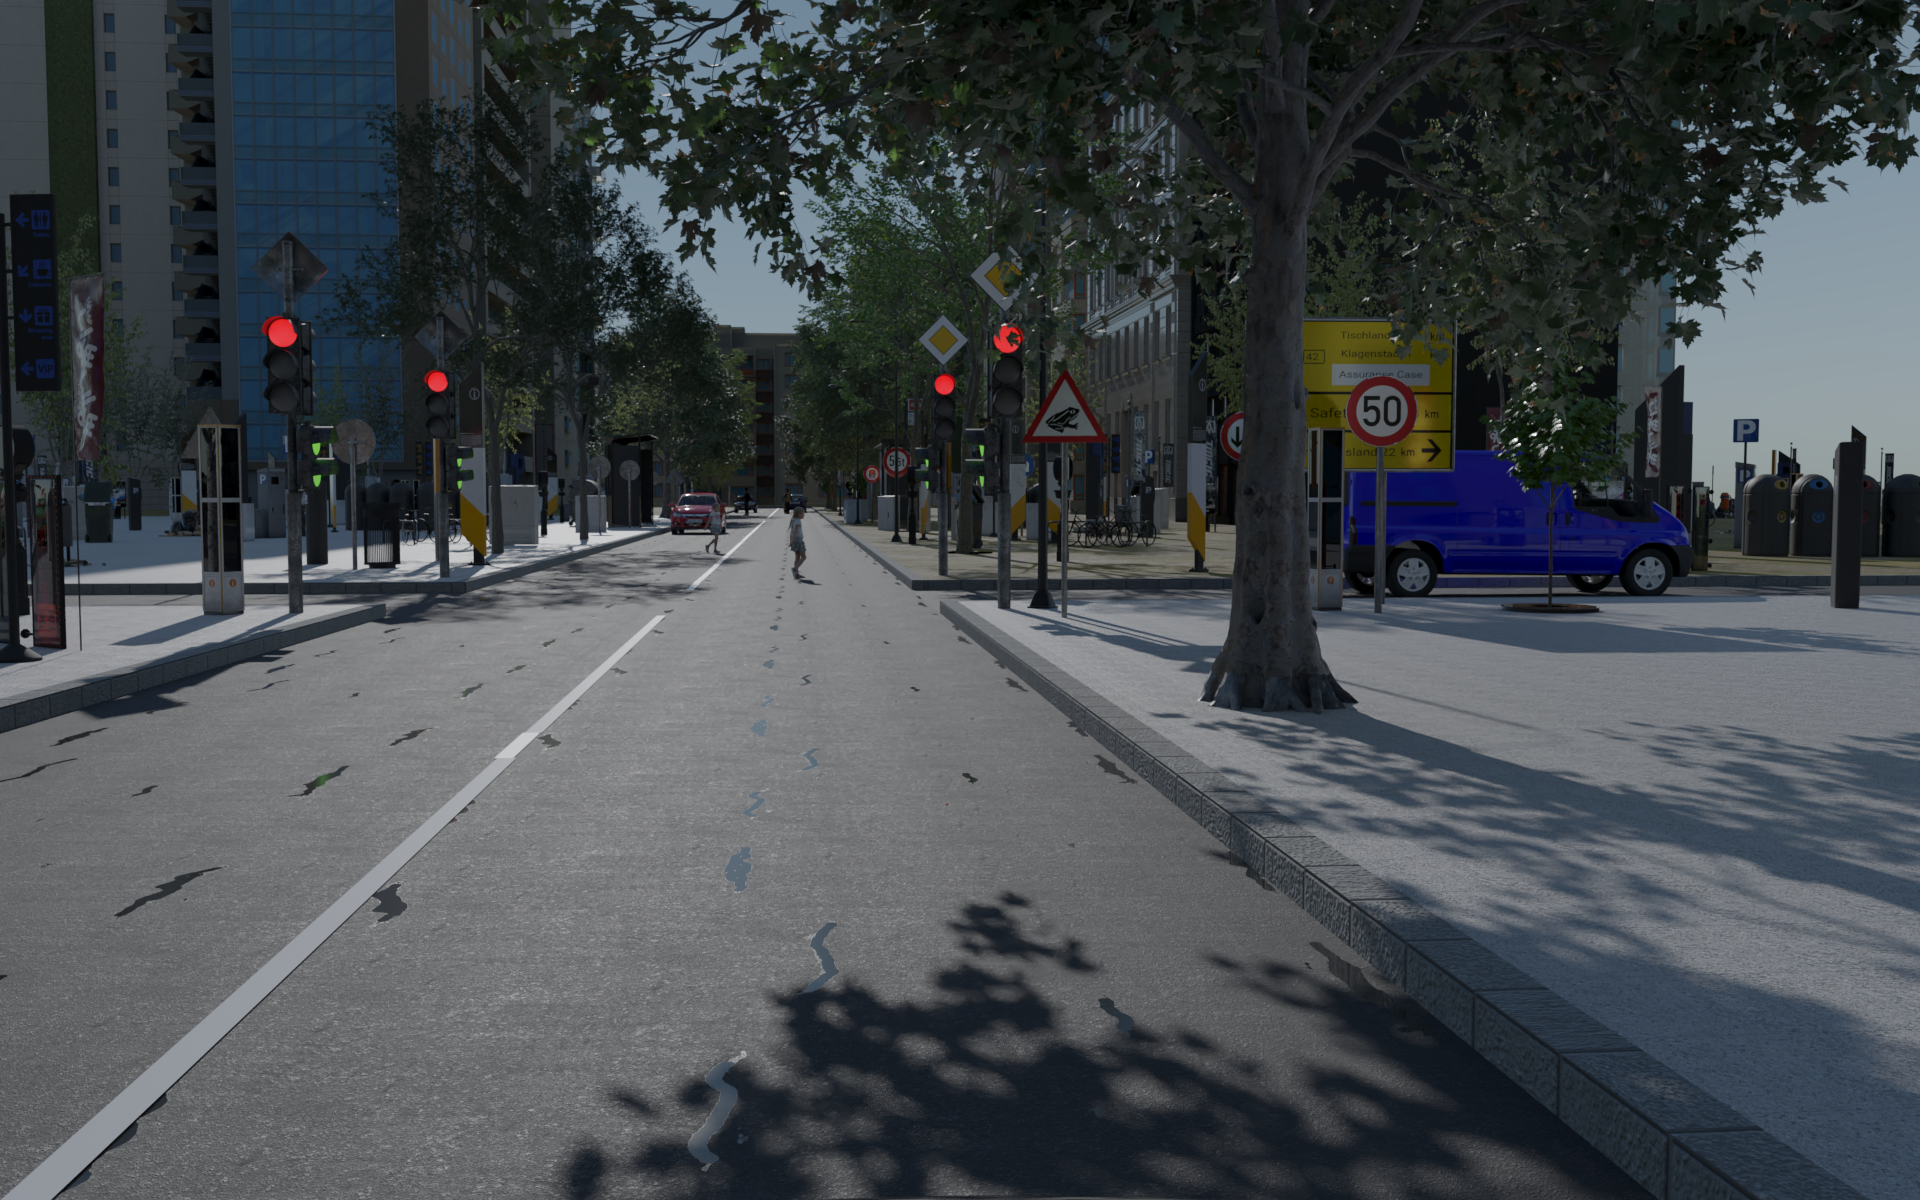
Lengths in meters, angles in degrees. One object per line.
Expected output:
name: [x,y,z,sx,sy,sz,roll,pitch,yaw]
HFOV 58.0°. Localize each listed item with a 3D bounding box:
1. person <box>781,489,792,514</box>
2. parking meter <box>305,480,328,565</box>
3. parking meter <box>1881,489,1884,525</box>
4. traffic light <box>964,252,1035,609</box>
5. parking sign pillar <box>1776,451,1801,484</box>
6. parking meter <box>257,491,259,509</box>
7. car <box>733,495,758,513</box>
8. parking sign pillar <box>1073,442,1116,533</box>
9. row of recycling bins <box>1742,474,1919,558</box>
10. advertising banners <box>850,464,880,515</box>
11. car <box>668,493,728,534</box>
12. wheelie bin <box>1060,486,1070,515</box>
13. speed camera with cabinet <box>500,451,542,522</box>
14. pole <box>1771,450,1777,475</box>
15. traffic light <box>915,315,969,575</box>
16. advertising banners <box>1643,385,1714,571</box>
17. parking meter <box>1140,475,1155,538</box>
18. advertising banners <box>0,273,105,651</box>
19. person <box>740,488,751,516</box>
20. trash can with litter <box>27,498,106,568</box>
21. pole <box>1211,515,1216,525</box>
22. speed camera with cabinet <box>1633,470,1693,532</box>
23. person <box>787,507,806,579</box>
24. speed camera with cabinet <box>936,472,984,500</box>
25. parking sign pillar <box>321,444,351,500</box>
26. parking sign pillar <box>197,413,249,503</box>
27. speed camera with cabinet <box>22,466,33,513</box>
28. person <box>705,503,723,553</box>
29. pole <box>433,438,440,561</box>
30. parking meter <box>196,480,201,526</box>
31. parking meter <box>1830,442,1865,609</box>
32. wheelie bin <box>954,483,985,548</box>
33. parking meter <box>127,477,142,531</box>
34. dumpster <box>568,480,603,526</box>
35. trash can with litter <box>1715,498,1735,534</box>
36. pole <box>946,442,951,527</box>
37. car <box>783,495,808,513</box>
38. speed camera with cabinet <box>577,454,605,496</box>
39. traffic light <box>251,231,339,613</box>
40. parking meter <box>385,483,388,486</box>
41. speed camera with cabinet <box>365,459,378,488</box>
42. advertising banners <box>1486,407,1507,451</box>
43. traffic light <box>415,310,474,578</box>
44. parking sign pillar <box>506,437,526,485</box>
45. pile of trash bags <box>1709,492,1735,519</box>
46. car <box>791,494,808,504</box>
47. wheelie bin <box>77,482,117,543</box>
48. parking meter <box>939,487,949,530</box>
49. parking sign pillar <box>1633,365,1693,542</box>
person: [-12.432,-7.090,124.515,0.705,1.812,1.348,2,4,28]
parking meter: [-11.725,-1.416,31.561,0.372,1.533,0.369,0,3,0]
parking meter: [38.936,-3.939,72.808,0.372,1.533,0.369,0,3,0]
traffic light: [0.477,-1.859,19.322,0.839,4.253,0.868,0,4,-5]
parking sign pillar: [51.074,-7.239,106.825,1.447,3.967,1.447,-3,5,-44]
parking meter: [-34.550,-4.725,85.664,0.372,1.533,0.369,0,3,0]
car: [-16.387,-7.334,132.486,1.945,1.354,3.894,0,4,-6]
parking sign pillar: [4.433,-4.183,56.870,1.447,3.967,1.447,1,4,13]
row of recycling bins: [17.991,-1.744,35.628,3.534,1.692,1.069,1,4,9]
advertising banners: [-5.311,-6.182,97.265,2.074,3.025,0.090,-2,4,-25]
car: [-9.537,-3.318,63.289,2.155,1.783,4.494,0,4,-4]
wheelie bin: [3.948,-3.739,69.040,0.980,1.594,0.693,2,4,34]
speed camera with cabinet: [-20.159,-5.188,79.162,2.038,3.252,0.660,-2,4,-26]
pole: [37.400,-5.247,79.633,0.158,3.312,0.155,0,3,0]
traffic light: [-0.284,-2.346,27.271,0.839,4.253,0.868,0,4,-5]
advertising banners: [11.770,-1.972,28.422,2.074,3.025,0.090,-3,4,-36]
parking meter: [5.523,-2.773,51.042,0.399,1.863,0.255,-1,4,-13]
advertising banners: [-7.620,-1.113,14.383,2.074,3.025,0.090,2,4,35]
person: [-14.289,-6.579,115.698,0.705,1.869,1.348,-3,4,-36]
trash can with litter: [-16.064,-1.198,30.644,1.678,1.210,2.233,-1,4,-14]
pole: [10.678,-4.840,72.975,0.158,3.312,0.155,0,3,0]
speed camera with cabinet: [24.109,-3.972,59.281,2.038,3.252,0.660,-1,4,-11]
person: [-2.826,-0.977,29.490,0.382,1.210,0.505,-2,4,-29]
speed camera with cabinet: [0.019,-4.786,72.582,2.038,3.252,0.660,-2,4,-27]
parking sign pillar: [-29.770,-5.773,82.861,1.447,3.967,1.447,0,4,2]
parking sign pillar: [-24.027,-4.189,56.968,1.447,3.967,1.447,1,4,16]
speed camera with cabinet: [-31.601,-3.854,57.341,2.038,3.252,0.660,2,4,26]
person: [-6.001,-1.763,42.342,0.382,1.210,0.505,2,4,23]
pole: [-9.983,-2.405,33.172,0.158,3.312,0.155,0,3,0]
parking meter: [-31.050,-3.966,70.549,0.399,1.863,0.255,1,4,13]
parking meter: [10.008,-0.846,19.538,0.255,1.863,0.399,1,4,19]
wheelie bin: [0.206,-2.029,41.086,0.693,1.594,0.980,-1,4,-9]
parking meter: [-28.959,-3.369,60.795,0.255,1.863,0.399,3,5,42]
dumpster: [-15.254,-3.956,70.439,1.264,1.857,1.865,0,4,-6]
trash can with litter: [25.333,-2.796,56.774,1.678,1.210,2.233,3,4,36]
pole: [-0.444,-4.549,68.227,0.158,3.312,0.155,0,3,0]
car: [-12.660,-7.369,133.068,1.945,1.354,3.894,0,4,-4]
speed camera with cabinet: [-17.960,-5.561,85.266,0.660,3.252,2.038,2,4,28]
traffic light: [-7.148,-1.814,18.579,0.839,4.253,0.868,0,4,-5]
parking meter: [-30.881,-5.332,92.881,0.399,1.863,0.255,1,4,10]
speed camera with cabinet: [-29.533,-5.685,87.279,0.660,3.252,2.038,-2,4,-24]
advertising banners: [10.071,-2.351,34.634,2.074,3.025,0.090,-1,4,-17]
traffic light: [-7.909,-2.300,26.528,0.839,4.253,0.868,0,4,-5]
parking sign pillar: [-21.166,-5.757,82.603,1.447,3.967,1.447,1,4,9]
pile of trash bags: [40.429,-5.035,92.079,1.912,1.369,3.447,1,4,14]
car: [-15.384,-9.261,163.219,2.131,1.459,4.920,0,4,-5]
wheelie bin: [-22.735,-2.311,45.687,0.980,1.594,0.693,-1,4,-16]
parking meter: [-0.565,-3.259,61.692,0.372,1.533,0.369,0,3,0]
parking sign pillar: [14.964,-2.961,36.879,1.447,3.967,1.447,-1,4,-19]
